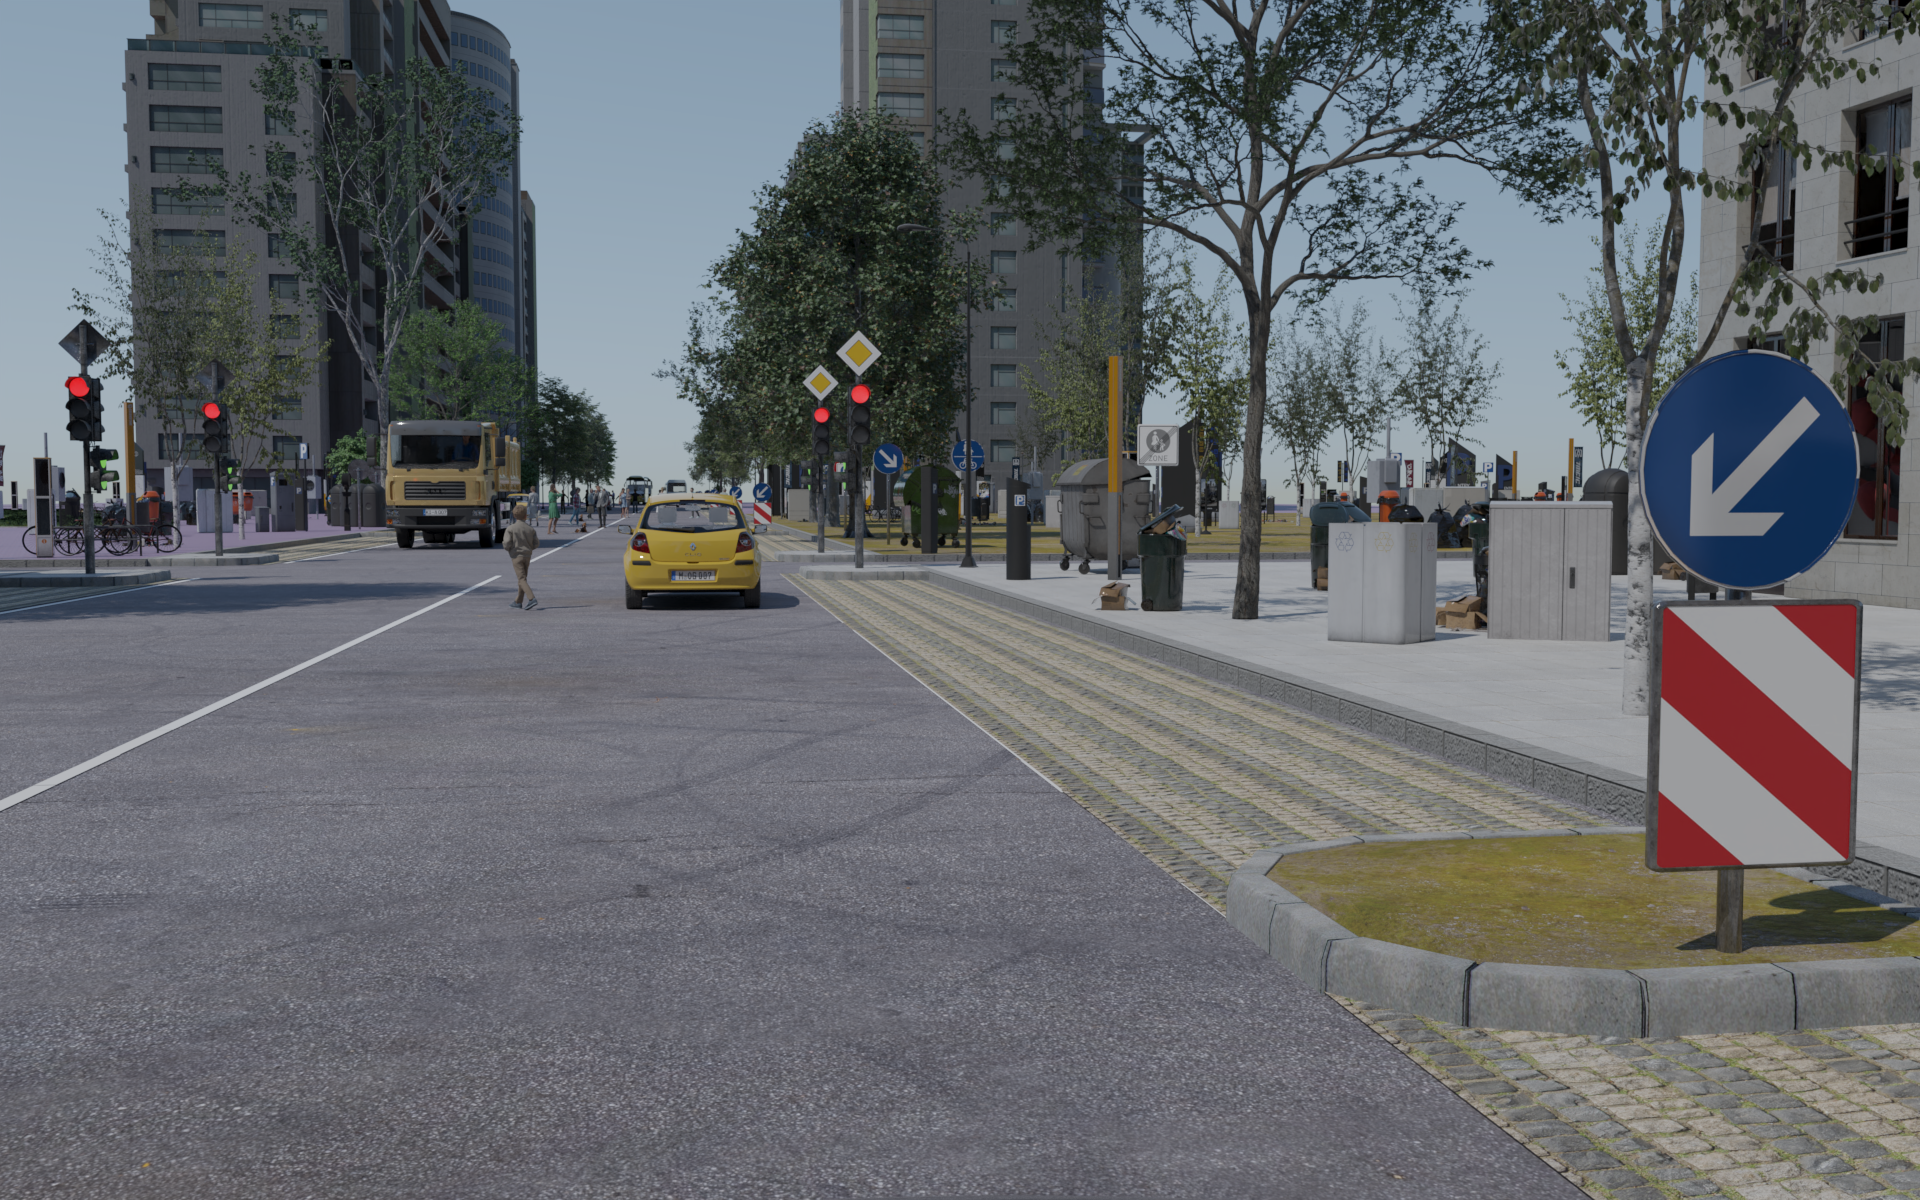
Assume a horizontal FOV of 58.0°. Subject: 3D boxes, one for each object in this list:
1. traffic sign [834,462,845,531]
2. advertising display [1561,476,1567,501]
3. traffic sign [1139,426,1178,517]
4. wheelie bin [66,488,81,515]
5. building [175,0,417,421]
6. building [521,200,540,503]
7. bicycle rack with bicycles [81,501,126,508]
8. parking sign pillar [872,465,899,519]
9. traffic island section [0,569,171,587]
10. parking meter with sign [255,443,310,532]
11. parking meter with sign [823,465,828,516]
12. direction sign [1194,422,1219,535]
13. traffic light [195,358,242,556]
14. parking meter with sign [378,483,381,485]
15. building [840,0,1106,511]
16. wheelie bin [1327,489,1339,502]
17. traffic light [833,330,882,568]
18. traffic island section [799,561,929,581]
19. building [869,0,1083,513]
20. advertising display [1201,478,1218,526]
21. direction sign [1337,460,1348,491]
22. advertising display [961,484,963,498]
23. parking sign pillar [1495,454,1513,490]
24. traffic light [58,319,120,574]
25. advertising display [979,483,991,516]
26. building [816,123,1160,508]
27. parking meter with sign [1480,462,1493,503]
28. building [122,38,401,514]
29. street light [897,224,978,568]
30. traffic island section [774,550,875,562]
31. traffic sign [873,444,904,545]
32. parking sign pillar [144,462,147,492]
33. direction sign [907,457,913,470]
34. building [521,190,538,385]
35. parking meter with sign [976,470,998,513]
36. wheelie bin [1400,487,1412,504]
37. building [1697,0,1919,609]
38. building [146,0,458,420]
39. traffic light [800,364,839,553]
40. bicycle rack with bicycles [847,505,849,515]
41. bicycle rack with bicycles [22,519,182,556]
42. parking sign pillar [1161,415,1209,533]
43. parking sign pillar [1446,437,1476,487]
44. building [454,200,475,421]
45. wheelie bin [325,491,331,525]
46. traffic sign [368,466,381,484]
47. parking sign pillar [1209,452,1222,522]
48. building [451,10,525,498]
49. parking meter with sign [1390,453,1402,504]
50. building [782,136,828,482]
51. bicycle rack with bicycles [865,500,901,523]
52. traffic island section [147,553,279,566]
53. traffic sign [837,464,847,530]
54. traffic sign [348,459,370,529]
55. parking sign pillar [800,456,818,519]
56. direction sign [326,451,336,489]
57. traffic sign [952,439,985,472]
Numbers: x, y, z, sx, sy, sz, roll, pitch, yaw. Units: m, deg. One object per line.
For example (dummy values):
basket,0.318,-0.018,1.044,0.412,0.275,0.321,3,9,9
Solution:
traffic sign,-3.983,-3.660,59.944,0.768,2.556,0.104,0,4,-4
advertising display,21.393,-3.433,61.350,0.123,1.923,0.974,2,4,24
traffic sign,2.903,-1.429,25.487,0.606,2.300,0.079,0,4,-5
wheelie bin,-43.427,-4.706,84.848,0.693,1.594,0.980,-2,4,-25
building,-48.486,-27.217,128.590,14.154,41.232,14.086,-1,4,-9
building,-64.548,-33.596,232.883,14.154,41.232,14.086,-1,4,-9
bicycle rack with bicycles,-43.258,-4.593,88.481,2.925,0.926,2.852,1,4,12
parking sign pillar,-3.802,-6.163,89.242,1.447,3.967,1.447,-1,4,-12
traffic island section,-14.046,-0.346,27.938,2.009,0.180,2.903,-1,4,-9
parking meter with sign,-22.966,-3.816,58.660,0.543,3.016,1.738,3,5,44
parking meter with sign,-8.149,-6.577,103.795,0.543,3.016,1.738,-1,4,-13
direction sign,7.825,-3.853,54.999,0.876,3.537,0.379,-2,4,-25
traffic light,-15.295,-2.861,35.690,0.839,4.253,0.868,-1,4,-9
parking meter with sign,-35.843,-6.662,105.183,1.738,3.016,0.543,1,4,11
building,0.634,-36.800,143.680,21.231,58.520,28.212,-1,4,-9
wheelie bin,23.921,-6.324,111.301,0.980,1.594,0.693,-1,4,-12
traffic light,-1.759,-2.502,29.823,0.839,4.253,0.868,-1,4,-9
traffic island section,-1.717,-0.469,29.944,2.009,0.180,2.903,-1,4,-9
building,0.407,-26.823,122.146,14.154,41.232,14.086,-1,4,-9
advertising display,9.826,-3.883,68.705,0.974,1.923,0.123,-2,4,-34
direction sign,25.811,-7.636,116.852,0.876,3.537,0.379,-2,4,-25
advertising display,0.331,-6.263,107.619,0.123,1.923,0.974,-2,4,-34
parking sign pillar,36.465,-7.779,115.660,1.447,3.967,1.447,0,4,-1
traffic light,-14.005,-2.379,27.810,0.839,4.253,0.868,-1,4,-9
advertising display,1.463,-5.985,103.061,0.123,1.923,0.974,-3,4,-38
building,1.222,-29.310,171.094,32.217,40.220,23.993,-1,4,-9
parking meter with sign,28.678,-6.016,94.618,0.543,3.016,1.738,2,4,27
building,-45.578,-20.983,114.773,14.160,30.474,14.107,-1,4,-9
street light,-0.385,-3.516,30.035,1.470,5.913,1.316,-1,4,-9
traffic island section,-3.008,-0.951,37.824,2.009,0.180,2.903,-1,4,-9
traffic sign,-1.807,-2.668,43.732,0.768,2.556,0.104,0,4,0
parking sign pillar,-49.341,-7.090,104.400,1.447,3.967,1.447,-2,4,-31
direction sign,-2.865,-6.896,104.740,0.876,3.537,0.379,0,4,7
building,-67.965,-36.523,247.254,14.600,45.320,14.200,-1,4,-9
parking meter with sign,1.939,-7.239,114.620,1.738,3.016,0.543,1,4,18
wheelie bin,20.290,-4.349,79.021,0.980,1.594,0.693,0,4,-3
building,16.398,-9.827,15.427,10.420,20.320,16.860,-1,4,-9
building,-54.760,-31.908,145.390,21.300,48.544,21.600,-1,4,-9
traffic light,-3.049,-2.984,37.704,0.839,4.253,0.868,-1,4,-9
bicycle rack with bicycles,-5.535,-5.433,102.216,2.925,0.926,2.852,-1,4,-16
bicycle rack with bicycles,-18.196,-1.415,36.516,2.925,0.926,2.852,-1,4,-13
parking sign pillar,7.358,-4.231,57.652,1.447,3.967,1.447,0,4,0
parking sign pillar,23.502,-5.678,81.302,1.447,3.967,1.447,3,4,37
building,-54.101,-24.035,164.677,14.160,30.474,14.107,-1,4,-9
wheelie bin,-25.633,-3.860,71.019,0.693,1.594,0.980,-1,4,-14
traffic sign,-26.278,-4.765,78.016,0.768,2.556,0.104,0,4,-3
parking sign pillar,11.596,-5.598,80.006,1.447,3.967,1.447,-1,4,-22
building,-65.314,-40.908,210.841,21.231,58.520,28.212,-1,4,-9
parking meter with sign,18.542,-4.740,73.756,0.543,3.016,1.738,1,4,16
building,-12.306,-37.516,232.993,23.786,49.044,30.456,-1,4,-9
bicycle rack with bicycles,-2.681,-3.948,77.925,2.925,0.926,2.852,-1,4,-21
traffic island section,-15.336,-0.828,35.818,2.009,0.180,2.903,-1,4,-9
traffic sign,-3.805,-3.399,57.709,0.606,2.300,0.079,0,4,-5
traffic sign,-21.757,-3.829,62.702,0.768,2.556,0.104,0,4,-4
parking sign pillar,-7.621,-5.948,85.724,1.447,3.967,1.447,-1,4,-12
direction sign,-33.535,-6.144,92.444,0.379,3.537,0.876,1,4,10
traffic sign,0.185,-2.459,40.317,0.768,2.556,0.104,0,4,-3
